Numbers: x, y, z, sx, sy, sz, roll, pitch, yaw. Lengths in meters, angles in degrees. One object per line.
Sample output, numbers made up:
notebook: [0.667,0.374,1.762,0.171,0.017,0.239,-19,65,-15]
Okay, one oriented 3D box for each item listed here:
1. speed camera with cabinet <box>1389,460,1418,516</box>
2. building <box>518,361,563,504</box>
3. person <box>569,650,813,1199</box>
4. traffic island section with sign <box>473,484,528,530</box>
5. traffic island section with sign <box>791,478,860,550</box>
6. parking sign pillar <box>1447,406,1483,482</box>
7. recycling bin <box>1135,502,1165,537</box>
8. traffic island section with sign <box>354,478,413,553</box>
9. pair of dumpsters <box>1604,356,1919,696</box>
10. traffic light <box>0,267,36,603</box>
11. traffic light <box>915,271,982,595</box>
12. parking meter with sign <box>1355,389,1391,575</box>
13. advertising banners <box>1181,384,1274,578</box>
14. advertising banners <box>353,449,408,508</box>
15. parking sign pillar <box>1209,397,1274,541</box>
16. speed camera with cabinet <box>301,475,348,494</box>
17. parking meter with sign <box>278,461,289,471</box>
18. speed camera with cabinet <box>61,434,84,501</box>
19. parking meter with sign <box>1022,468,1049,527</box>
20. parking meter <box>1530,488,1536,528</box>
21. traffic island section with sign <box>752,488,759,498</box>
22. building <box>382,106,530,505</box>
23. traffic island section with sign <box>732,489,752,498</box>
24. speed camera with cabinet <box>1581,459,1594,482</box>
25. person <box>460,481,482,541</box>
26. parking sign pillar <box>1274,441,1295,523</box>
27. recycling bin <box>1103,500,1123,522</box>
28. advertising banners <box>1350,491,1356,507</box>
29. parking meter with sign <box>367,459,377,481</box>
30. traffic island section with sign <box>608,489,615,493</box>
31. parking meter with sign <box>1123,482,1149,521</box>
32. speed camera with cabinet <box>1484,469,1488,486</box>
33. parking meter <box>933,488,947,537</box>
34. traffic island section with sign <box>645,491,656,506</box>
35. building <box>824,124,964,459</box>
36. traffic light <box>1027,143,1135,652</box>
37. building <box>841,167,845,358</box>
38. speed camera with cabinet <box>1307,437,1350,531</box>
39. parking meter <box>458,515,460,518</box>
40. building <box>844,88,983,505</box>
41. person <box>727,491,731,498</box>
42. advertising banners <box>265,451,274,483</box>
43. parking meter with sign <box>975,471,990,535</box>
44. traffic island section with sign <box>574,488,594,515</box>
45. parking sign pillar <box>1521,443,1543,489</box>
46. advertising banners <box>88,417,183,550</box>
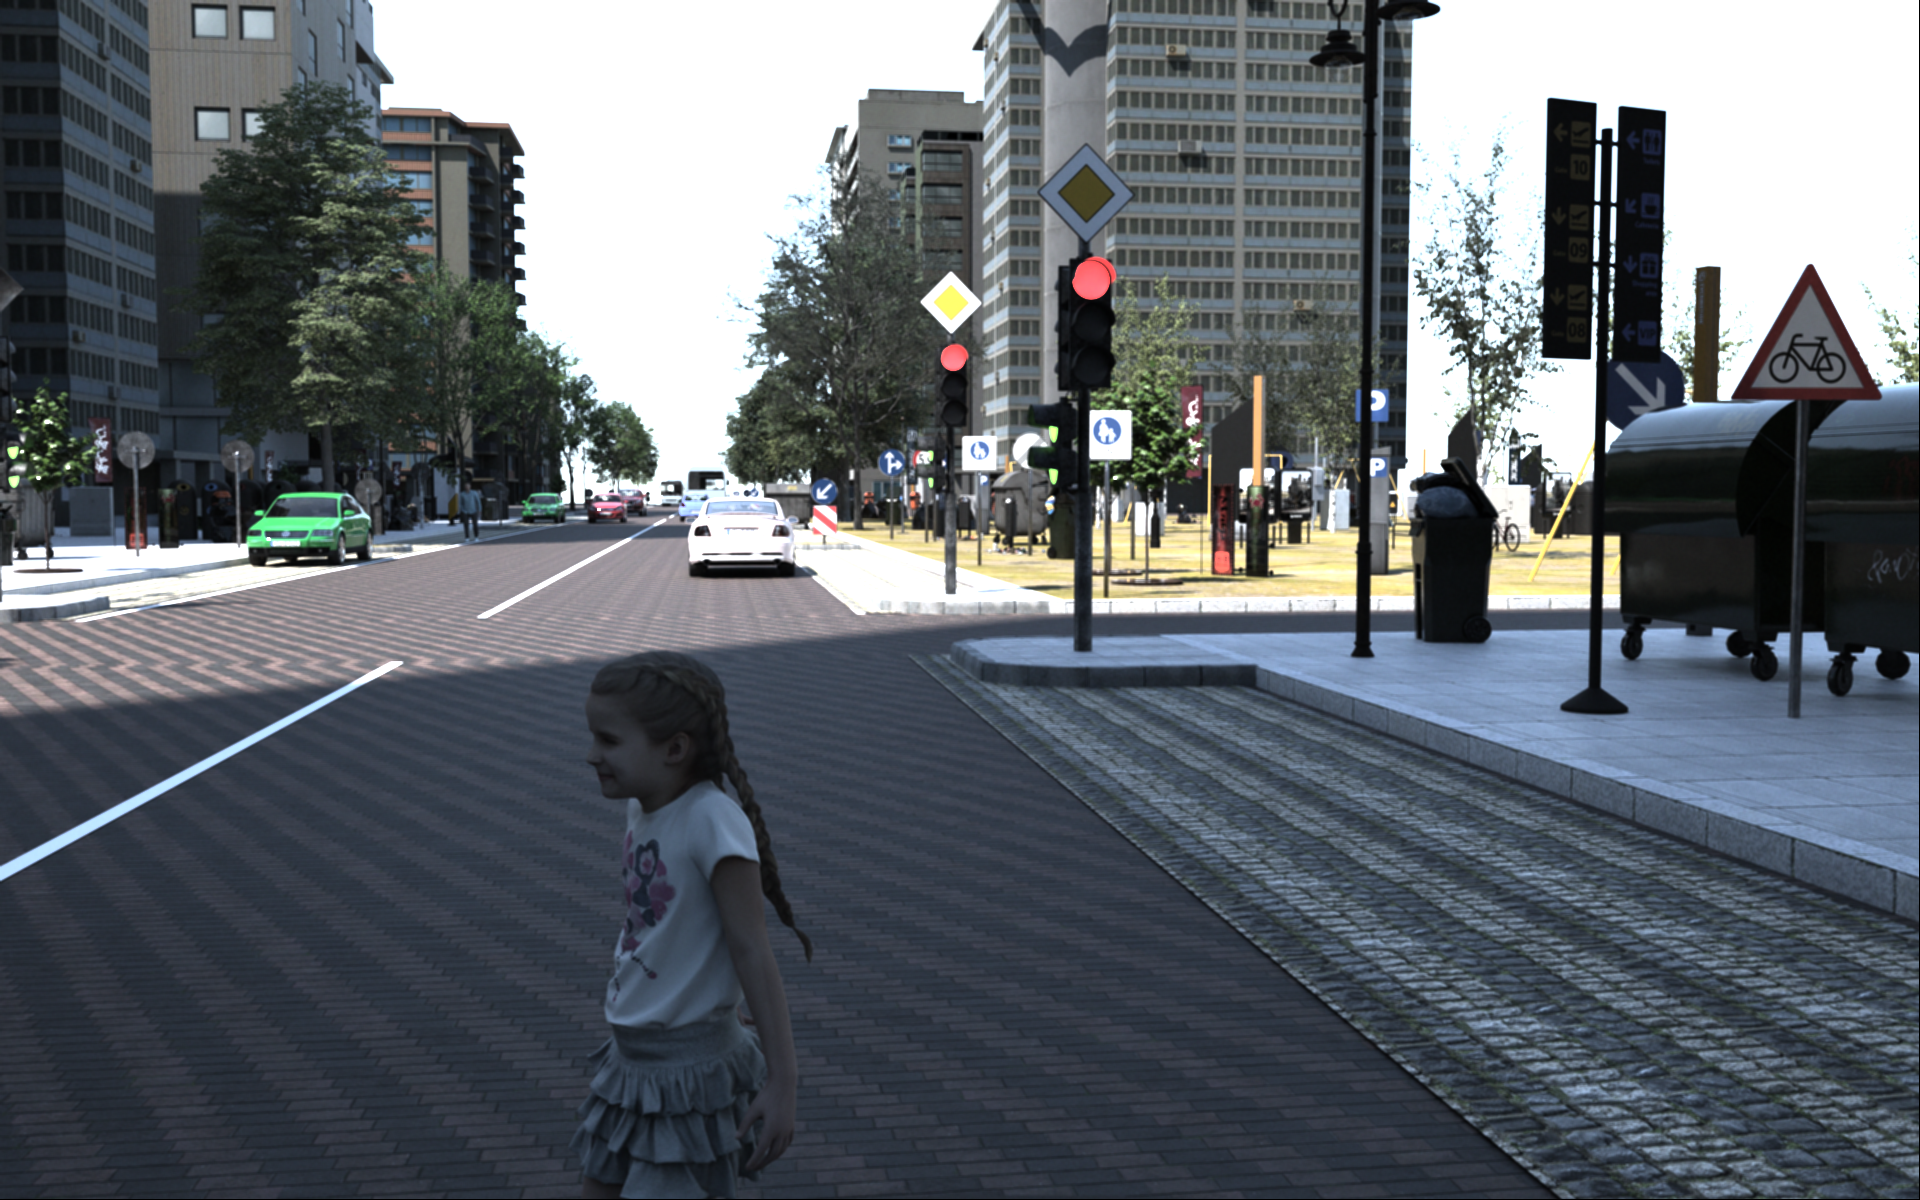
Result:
speed camera with cabinet: [25.816,-6.508,100.737,2.038,3.252,0.660,2,4,32]
building: [-67.665,-23.399,227.608,27.650,21.520,28.899,0,4,-8]
person: [-0.341,0.675,2.485,0.382,1.210,0.505,-3,4,-38]
traffic island section with sign: [-18.403,-3.719,69.436,1.989,1.847,2.006,0,4,-8]
traffic island section with sign: [-3.654,-2.207,44.713,1.989,1.847,2.006,0,4,-8]
parking sign pillar: [15.596,-3.980,53.551,1.447,3.967,1.447,-1,4,-18]
recycling bin: [5.769,-2.447,52.570,0.722,1.027,0.722,2,4,25]
traffic island section with sign: [-14.581,-2.077,42.588,1.989,1.847,2.006,0,4,-8]
pair of dumpsters: [6.029,-0.549,11.465,1.574,2.255,4.437,-1,4,-8]
traffic light: [-11.384,-1.923,20.356,0.839,4.253,0.868,0,4,-8]
traffic light: [-0.138,-2.021,21.967,0.839,4.253,0.868,0,4,-8]
parking meter with sign: [6.703,-1.944,28.046,0.543,3.016,1.738,1,4,10]
advertising banners: [4.162,-1.897,27.201,0.090,3.025,2.074,-2,4,-35]
advertising banners: [-22.335,-4.316,66.748,2.074,3.025,0.090,0,3,0]
parking sign pillar: [7.580,-3.616,47.587,1.447,3.967,1.447,2,4,30]
speed camera with cabinet: [-30.366,-5.407,82.742,2.038,3.252,0.660,-3,4,-37]
parking meter with sign: [-35.594,-5.855,91.989,0.543,3.016,1.738,0,4,-1]
speed camera with cabinet: [-29.708,-3.800,56.464,2.038,3.252,0.660,-2,4,-31]
parking meter with sign: [3.022,-4.293,66.458,1.738,3.016,0.543,-3,4,-38]
parking meter: [21.793,-3.499,65.624,0.372,1.533,0.369,0,3,0]
traffic island section with sign: [-7.455,-3.839,71.400,1.989,1.847,2.006,0,4,-8]
building: [-61.666,-33.273,198.630,22.147,44.769,28.867,0,4,-8]
traffic island section with sign: [-18.202,-8.461,146.964,1.989,1.847,2.006,0,4,-8]
speed camera with cabinet: [26.072,-4.716,71.443,0.660,3.252,2.038,2,4,28]
person: [-14.775,-2.679,52.315,0.660,1.820,0.620,0,4,-8]
parking sign pillar: [14.522,-5.495,78.321,1.447,3.967,1.447,-2,4,-29]
recycling bin: [7.000,-4.065,79.014,0.722,1.027,0.722,2,4,27]
advertising banners: [20.325,-5.729,89.861,2.074,3.025,0.090,-1,4,-22]
parking meter with sign: [-28.703,-5.390,84.389,0.543,3.016,1.738,-2,4,-29]
traffic island section with sign: [-29.331,-8.408,146.093,1.989,1.847,2.006,0,4,-8]
parking meter with sign: [8.224,-5.273,82.476,1.738,3.016,0.543,-1,4,-23]
speed camera with cabinet: [18.358,-4.026,60.156,2.038,3.252,0.660,-2,4,-33]
parking meter: [-0.625,-2.627,51.366,0.372,1.533,0.369,0,3,0]
traffic island section with sign: [-40.983,-13.415,227.960,1.989,1.847,2.006,0,4,-8]
building: [-3.871,-40.047,244.007,28.713,52.752,27.495,0,4,-8]
traffic light: [0.988,-1.538,14.061,0.839,4.253,0.868,0,4,-8]
building: [-7.771,-34.997,222.316,14.600,45.320,14.200,0,4,-8]
speed camera with cabinet: [12.847,-4.074,60.950,2.038,3.252,0.660,-3,4,-37]
parking meter: [-27.303,-5.223,93.812,0.372,1.533,0.369,0,3,0]
building: [-2.191,-35.551,204.963,21.300,48.544,21.600,0,4,-8]
person: [-27.305,-11.978,204.328,0.705,1.826,1.348,-2,4,-32]
advertising banners: [-28.164,-4.477,69.388,0.090,3.025,2.074,1,4,19]
parking meter with sign: [0.685,-3.569,54.621,0.543,3.016,1.738,0,4,-3]
traffic island section with sign: [-25.534,-6.775,119.406,1.989,1.847,2.006,0,4,-8]
parking sign pillar: [29.940,-6.274,91.050,1.447,3.967,1.447,-1,4,-23]
advertising banners: [-18.998,-2.676,39.933,0.090,3.025,2.074,3,5,41]
